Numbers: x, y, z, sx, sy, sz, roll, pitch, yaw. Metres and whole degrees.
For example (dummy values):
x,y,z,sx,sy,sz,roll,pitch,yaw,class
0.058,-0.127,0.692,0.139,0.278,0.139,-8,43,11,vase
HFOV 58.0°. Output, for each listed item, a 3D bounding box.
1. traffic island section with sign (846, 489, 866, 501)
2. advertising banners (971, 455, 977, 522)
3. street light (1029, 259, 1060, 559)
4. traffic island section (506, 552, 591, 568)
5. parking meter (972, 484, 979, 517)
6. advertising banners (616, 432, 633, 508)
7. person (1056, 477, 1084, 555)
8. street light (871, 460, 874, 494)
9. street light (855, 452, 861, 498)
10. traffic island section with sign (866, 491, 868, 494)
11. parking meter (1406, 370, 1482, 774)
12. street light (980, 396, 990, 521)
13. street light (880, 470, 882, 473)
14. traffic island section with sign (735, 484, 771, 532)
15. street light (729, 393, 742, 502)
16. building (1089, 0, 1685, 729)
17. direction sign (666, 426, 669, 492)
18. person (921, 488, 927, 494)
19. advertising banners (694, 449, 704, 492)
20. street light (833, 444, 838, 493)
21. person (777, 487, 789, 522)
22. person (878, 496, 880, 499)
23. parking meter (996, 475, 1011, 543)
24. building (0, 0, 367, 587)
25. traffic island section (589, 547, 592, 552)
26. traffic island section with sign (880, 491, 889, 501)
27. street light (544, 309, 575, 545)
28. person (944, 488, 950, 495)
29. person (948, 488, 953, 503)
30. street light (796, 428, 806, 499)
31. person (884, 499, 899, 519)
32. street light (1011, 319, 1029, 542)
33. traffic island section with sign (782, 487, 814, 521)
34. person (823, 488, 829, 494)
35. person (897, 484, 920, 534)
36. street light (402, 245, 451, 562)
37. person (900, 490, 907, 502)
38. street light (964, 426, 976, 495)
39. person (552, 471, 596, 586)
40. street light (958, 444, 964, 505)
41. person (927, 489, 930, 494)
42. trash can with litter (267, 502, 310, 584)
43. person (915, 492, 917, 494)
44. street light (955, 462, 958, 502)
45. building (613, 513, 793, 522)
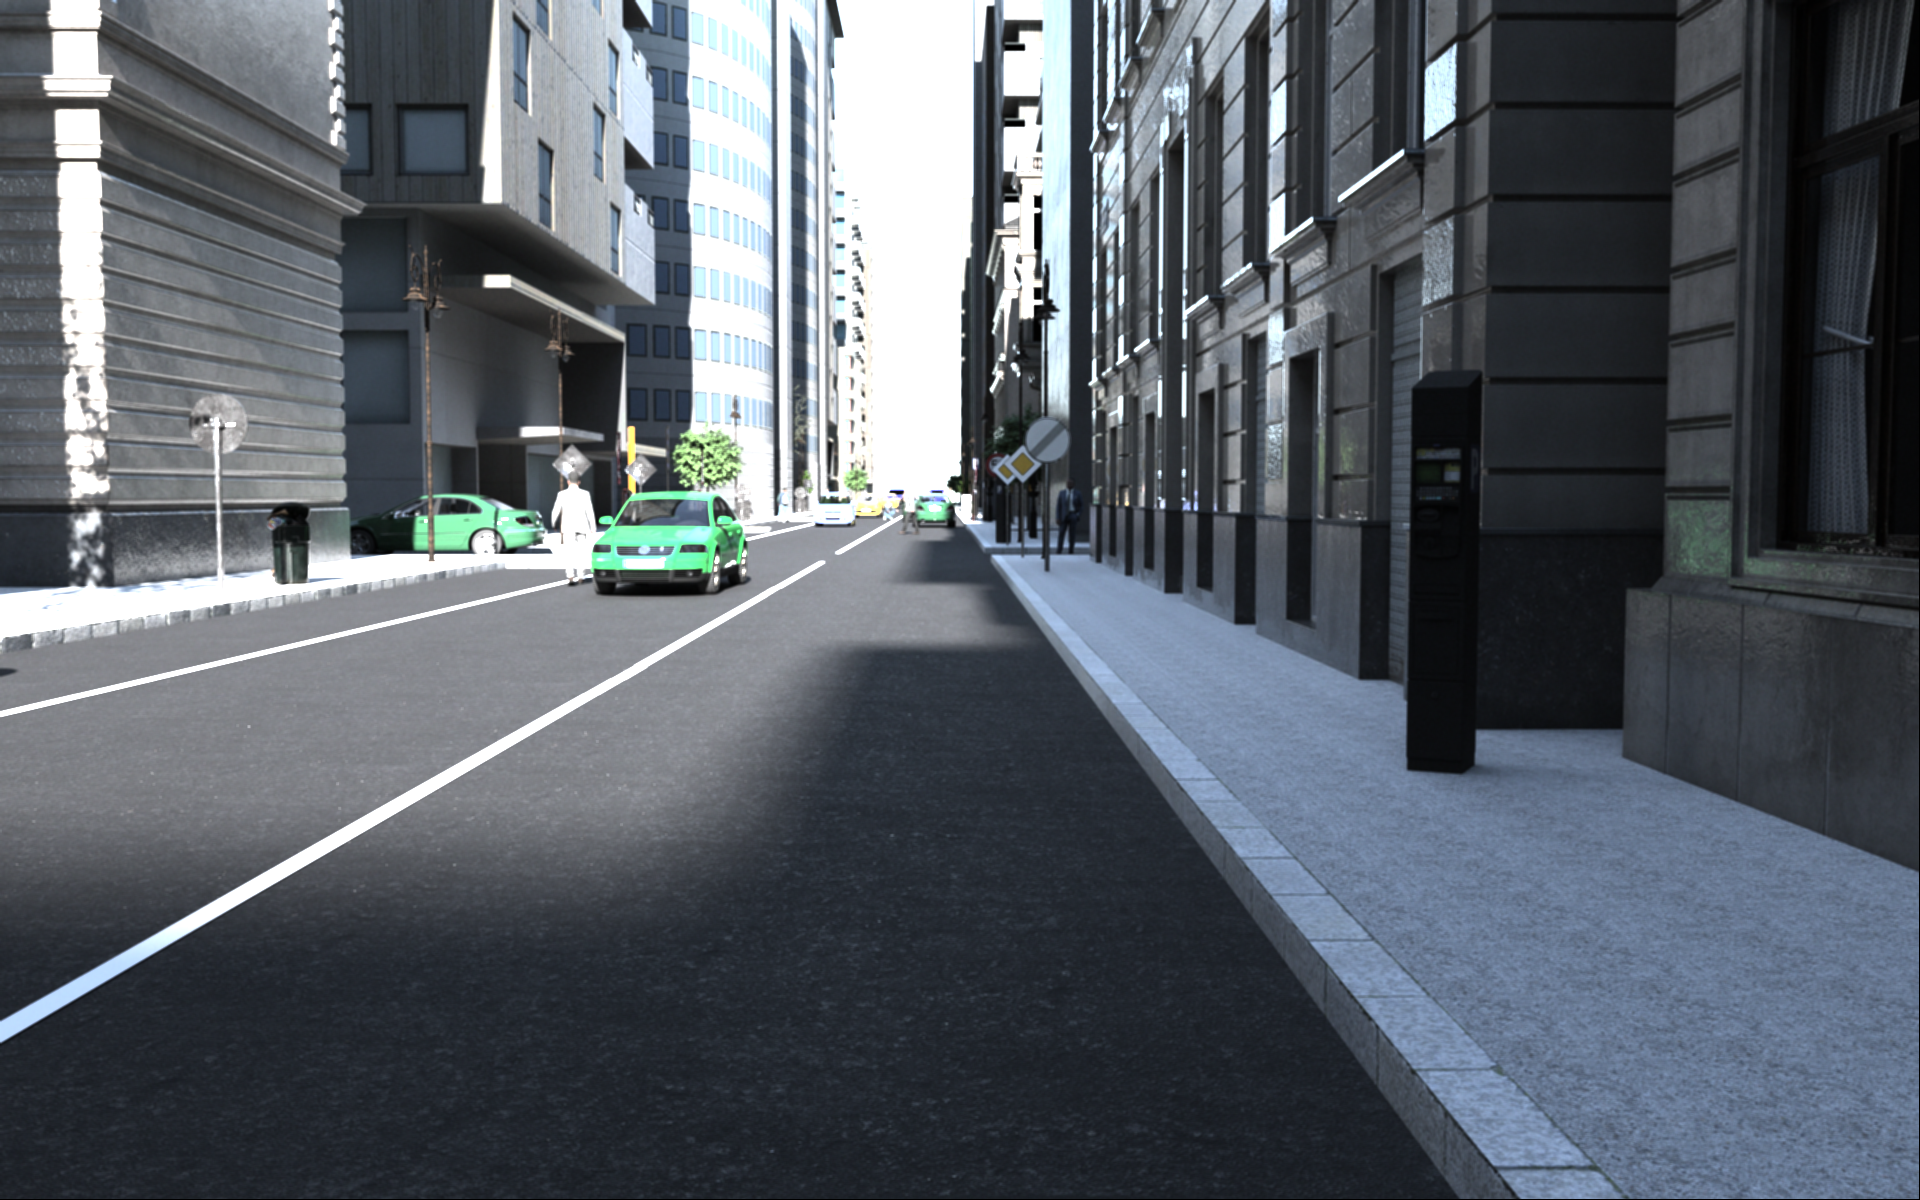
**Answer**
x,y,z,sx,sy,sz,roll,pitch,yaw,class
-9.028,-8.199,142.681,1.989,1.847,2.006,0,4,-1,traffic island section with sign
0.632,-5.083,79.296,0.090,3.025,2.074,0,4,-5,advertising banners
1.693,-3.757,34.222,0.468,5.910,1.993,0,4,-1,street light
-7.850,-0.780,35.034,2.009,0.180,2.903,0,4,-1,traffic island section
0.869,-5.621,97.620,0.399,1.863,0.255,0,4,4,parking meter
-9.605,-3.265,49.577,0.090,3.025,2.074,0,4,1,advertising banners
2.411,-1.837,38.715,0.721,1.800,0.419,0,4,1,person
-12.029,-16.248,238.439,0.468,5.910,1.993,0,4,-1,street light
-11.729,-14.068,202.797,0.468,5.910,1.993,0,4,-1,street light
-9.337,-9.872,170.027,1.989,1.847,2.006,0,4,-1,traffic island section with sign
2.253,-0.143,8.057,0.255,1.863,0.399,2,4,27,parking meter
1.189,-6.657,81.623,0.468,5.910,1.993,0,4,-1,street light
-12.524,-18.476,274.862,0.468,5.910,1.993,0,4,-1,street light
-8.199,-3.492,65.724,1.989,1.847,2.006,0,4,-1,traffic island section with sign
-10.319,-6.541,79.739,0.468,5.910,1.993,0,4,-1,street light
8.288,-13.669,20.755,12.463,27.353,25.104,0,4,-1,building
-9.735,-4.020,57.719,0.379,3.537,0.876,-1,4,-14,direction sign
-1.929,-5.259,94.903,0.576,1.772,0.534,-2,4,-28,person
-10.079,-4.329,66.960,0.090,3.025,2.074,0,4,2,advertising banners
-11.168,-11.203,155.963,0.468,5.910,1.993,0,4,-1,street light
-9.014,-4.865,88.395,0.623,1.781,0.721,0,4,-4,person
-9.942,-12.078,209.161,0.799,1.438,0.628,2,4,29,person
1.143,-2.428,45.414,0.255,1.863,0.399,-2,4,-35,parking meter
-20.930,-12.166,27.799,19.941,23.489,11.050,0,4,-1,building
-7.938,-1.268,43.019,2.009,0.180,2.903,0,4,-1,traffic island section
-10.227,-14.886,252.015,1.989,1.847,2.006,0,4,-1,traffic island section with sign
-9.989,-4.316,43.358,0.468,5.910,1.993,0,4,-1,street light
-0.771,-6.174,109.703,0.793,1.790,0.793,-3,5,-42,person
-0.565,-5.262,94.870,0.374,1.781,0.599,1,4,11,person
-10.867,-8.998,119.912,0.468,5.910,1.993,0,4,-1,street light
-3.918,-5.128,97.836,1.012,1.151,0.738,-3,5,-43,person
1.604,-4.468,45.844,0.468,5.910,1.993,0,4,-1,street light
-8.490,-5.141,92.677,1.989,1.847,2.006,0,4,-1,traffic island section with sign
-7.878,-5.740,102.440,0.391,1.810,0.635,-3,5,-41,person
-1.849,-3.240,61.864,0.834,1.777,0.661,0,4,-7,person
-9.929,-3.644,32.368,0.468,5.910,1.993,0,4,-1,street light
-4.792,-8.665,150.733,0.990,1.755,0.434,-1,4,-23,person
0.684,-9.191,123.066,0.468,5.910,1.993,0,4,-1,street light
-6.073,-1.130,27.250,0.678,1.792,0.850,-1,4,-13,person
0.318,-11.371,158.707,0.468,5.910,1.993,0,4,-1,street light
-2.496,-7.984,139.017,1.348,1.826,0.705,3,5,40,person
-9.673,-0.820,24.791,0.624,1.170,1.055,-2,4,-33,trash can with litter
-5.528,-12.810,218.647,1.217,1.736,0.721,-1,4,-20,person
-0.074,-13.551,194.347,0.468,5.910,1.993,0,4,-1,street light
-20.677,-33.596,91.297,21.231,58.520,28.212,0,4,-1,building
